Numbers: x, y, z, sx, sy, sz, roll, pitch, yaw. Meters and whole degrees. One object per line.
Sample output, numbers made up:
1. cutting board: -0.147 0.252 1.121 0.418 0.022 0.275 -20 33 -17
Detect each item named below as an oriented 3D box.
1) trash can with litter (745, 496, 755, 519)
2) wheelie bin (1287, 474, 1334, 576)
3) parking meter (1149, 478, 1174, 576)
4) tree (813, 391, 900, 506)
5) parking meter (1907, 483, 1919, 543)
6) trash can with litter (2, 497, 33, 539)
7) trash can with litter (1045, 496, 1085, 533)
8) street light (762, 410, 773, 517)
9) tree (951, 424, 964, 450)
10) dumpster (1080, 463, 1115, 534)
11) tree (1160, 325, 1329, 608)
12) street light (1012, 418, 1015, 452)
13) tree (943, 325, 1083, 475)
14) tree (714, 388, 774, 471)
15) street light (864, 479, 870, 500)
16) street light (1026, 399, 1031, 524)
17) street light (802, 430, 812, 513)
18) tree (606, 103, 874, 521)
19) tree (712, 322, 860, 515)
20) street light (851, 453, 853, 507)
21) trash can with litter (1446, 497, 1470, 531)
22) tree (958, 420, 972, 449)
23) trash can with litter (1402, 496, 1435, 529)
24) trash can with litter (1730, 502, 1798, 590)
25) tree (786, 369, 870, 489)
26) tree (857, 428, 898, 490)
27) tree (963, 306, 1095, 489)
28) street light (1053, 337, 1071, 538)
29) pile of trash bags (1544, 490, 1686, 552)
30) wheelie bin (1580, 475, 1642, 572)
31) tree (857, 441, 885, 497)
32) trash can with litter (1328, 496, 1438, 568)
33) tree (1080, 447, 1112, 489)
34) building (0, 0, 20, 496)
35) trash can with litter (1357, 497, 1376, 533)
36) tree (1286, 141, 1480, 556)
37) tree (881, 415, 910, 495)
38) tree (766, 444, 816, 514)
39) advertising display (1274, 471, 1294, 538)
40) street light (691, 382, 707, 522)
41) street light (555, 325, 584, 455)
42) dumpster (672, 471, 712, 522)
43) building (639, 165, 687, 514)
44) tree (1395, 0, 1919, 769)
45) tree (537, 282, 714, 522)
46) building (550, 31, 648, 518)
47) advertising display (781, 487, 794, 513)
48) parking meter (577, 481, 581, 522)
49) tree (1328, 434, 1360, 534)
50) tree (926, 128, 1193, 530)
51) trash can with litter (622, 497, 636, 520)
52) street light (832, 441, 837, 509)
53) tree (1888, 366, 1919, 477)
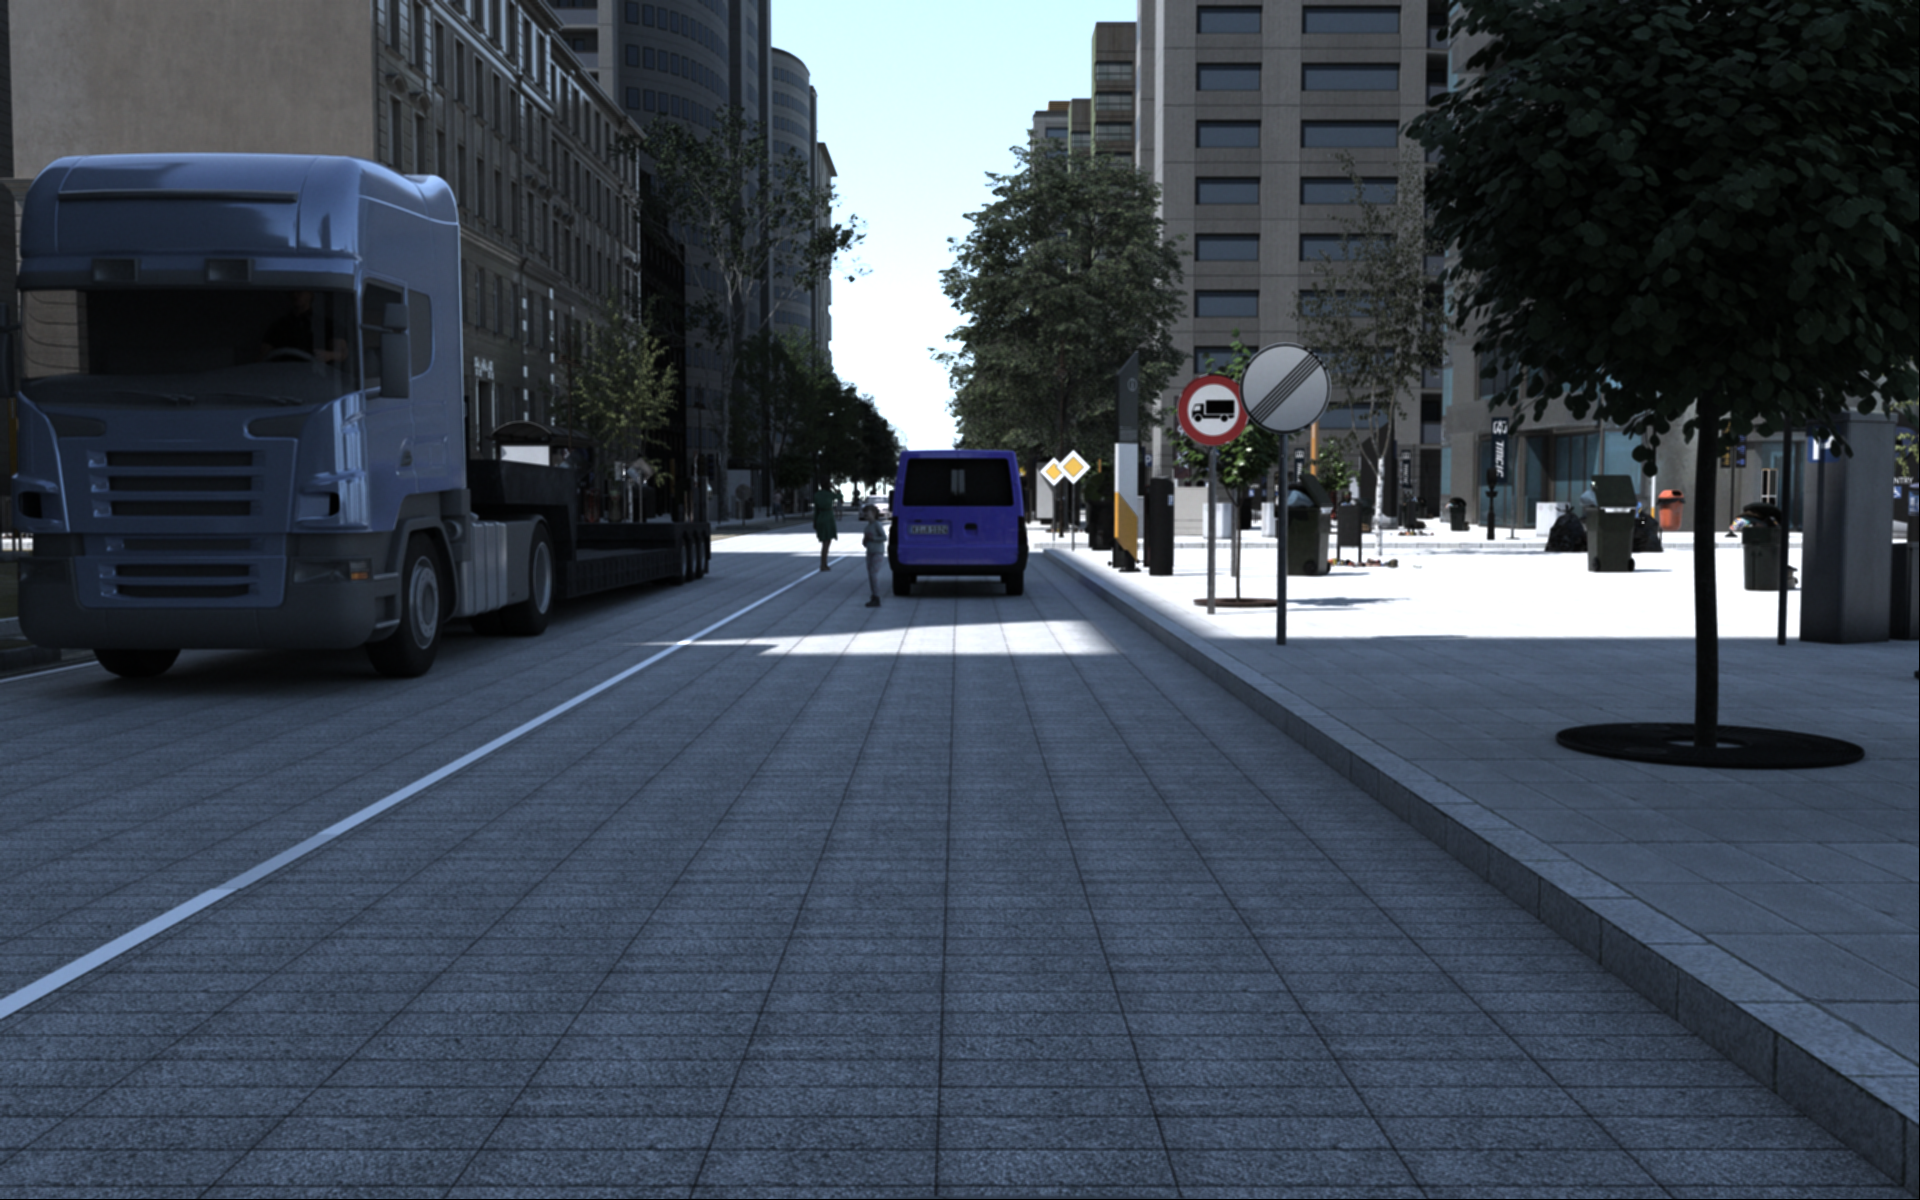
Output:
1. trash can with litter: -11.141 -4.798 89.839 1.055 1.170 0.624 3 4 38
2. wheelie bin: 5.446 -1.184 27.274 0.693 1.594 0.980 2 4 31
3. parking meter: 3.171 -1.153 27.270 0.372 1.533 0.369 0 3 0
4. tree: -11.167 -16.498 186.741 9.611 12.733 9.660 0 3 0
5. parking meter: 20.956 -1.804 37.910 0.372 1.533 0.369 0 3 0
6. trash can with litter: -27.642 -2.372 49.835 1.678 1.210 2.233 3 5 41
7. trash can with litter: 3.644 -2.889 58.295 1.678 1.210 2.233 2 4 34
8. street light: -10.616 -7.516 95.679 0.468 5.910 1.993 0 3 0
9. tree: 4.139 -16.924 187.084 12.009 13.543 11.850 0 3 0
10. dumpster: 4.651 -3.242 55.495 1.502 2.255 1.985 0 3 0
11. tree: 3.092 -1.553 19.998 1.663 3.219 1.824 0 3 0
12. street light: 3.077 -7.674 98.256 0.468 5.910 1.993 0 3 0
13. tree: 3.696 -11.946 112.318 9.611 12.733 9.660 0 3 0
14. tree: -15.023 -10.254 118.007 4.737 8.622 4.395 0 3 0
15. street light: -10.696 -13.548 194.297 0.468 5.910 1.993 0 3 0
16. street light: 2.970 -6.245 74.888 0.468 5.910 1.993 0 3 0
17. street light: -10.657 -8.945 119.046 0.468 5.910 1.993 0 3 0
18. tree: -10.201 -13.845 82.256 12.611 20.169 13.585 0 3 0
19. tree: -11.262 -10.995 105.530 9.928 11.665 9.643 0 3 0
20. street light: -10.662 -12.119 170.930 0.468 5.910 1.993 0 3 0
21. trash can with litter: 17.334 -2.986 60.205 0.624 1.170 1.055 2 4 35
22. tree: 3.437 -19.643 239.295 7.486 12.596 7.792 0 3 0
23. trash can with litter: 16.939 -3.243 64.407 0.624 1.170 1.055 -2 4 -27
24. trash can with litter: 10.837 -0.727 23.271 0.624 1.170 1.055 3 5 45
25. tree: -11.882 -14.554 156.088 7.486 12.596 7.792 0 3 0
26. tree: -11.356 -17.488 220.339 7.601 10.594 8.767 -3 5 -42
27. tree: 3.725 -10.153 91.752 9.928 11.665 9.643 0 3 0
28. street light: 2.994 -4.783 50.997 0.468 5.910 1.993 0 3 0
29. pile of trash bags: 14.874 -1.769 38.682 3.447 1.369 1.912 -2 4 -28
30. wheelie bin: 10.697 -1.265 28.584 0.980 1.594 0.693 0 4 0
31. tree: -10.941 -15.163 198.281 4.360 8.622 3.978 0 3 0
32. trash can with litter: 7.139 -1.202 30.716 1.678 1.210 2.233 -3 4 -36
33. tree: 7.971 -7.418 104.999 4.285 4.588 4.351 0 3 0
34. building: -47.801 -17.230 59.211 29.804 29.767 11.434 0 3 0
35. trash can with litter: 13.572 -2.837 57.778 0.624 1.170 1.055 1 4 11
36. tree: 8.711 -5.231 35.885 4.360 8.622 3.978 0 3 0
37. tree: -11.668 -21.774 266.376 12.009 13.543 11.850 0 3 0
38. tree: -11.058 -7.926 113.306 4.285 4.588 4.351 0 3 0
39. advertising display: 9.292 -2.721 49.705 0.123 1.923 0.974 -1 4 -17
40. street light: -10.717 -6.033 71.429 0.468 5.910 1.993 0 3 0
41. street light: -10.684 -4.569 47.491 0.468 5.910 1.993 0 3 0
42. dumpster: -11.491 -4.387 74.223 1.502 2.255 1.985 0 4 0
43. building: -25.229 -17.299 112.520 12.332 23.373 15.834 0 3 0
44. tree: 3.838 -1.528 8.697 4.285 4.588 4.351 0 3 0
45. tree: -11.424 -6.682 59.607 4.737 8.622 4.395 0 3 0
46. building: -24.755 -18.012 91.753 12.463 27.353 25.104 0 3 0
47. advertising display: -11.727 -6.879 117.681 0.974 1.923 0.123 -2 4 -33
48. parking meter: -14.717 -3.710 66.366 0.255 1.863 0.399 1 4 18
49. tree: 11.794 -3.735 55.662 1.663 3.219 1.824 0 3 0
50. tree: 3.699 -9.491 61.832 9.857 13.997 8.962 0 3 0
51. trash can with litter: -16.713 -4.626 87.028 1.055 1.170 0.624 -1 4 -15
52. street light: -10.697 -10.690 147.562 0.468 5.910 1.993 0 3 0
53. tree: 19.793 -5.128 34.208 4.737 8.622 4.395 0 3 0
